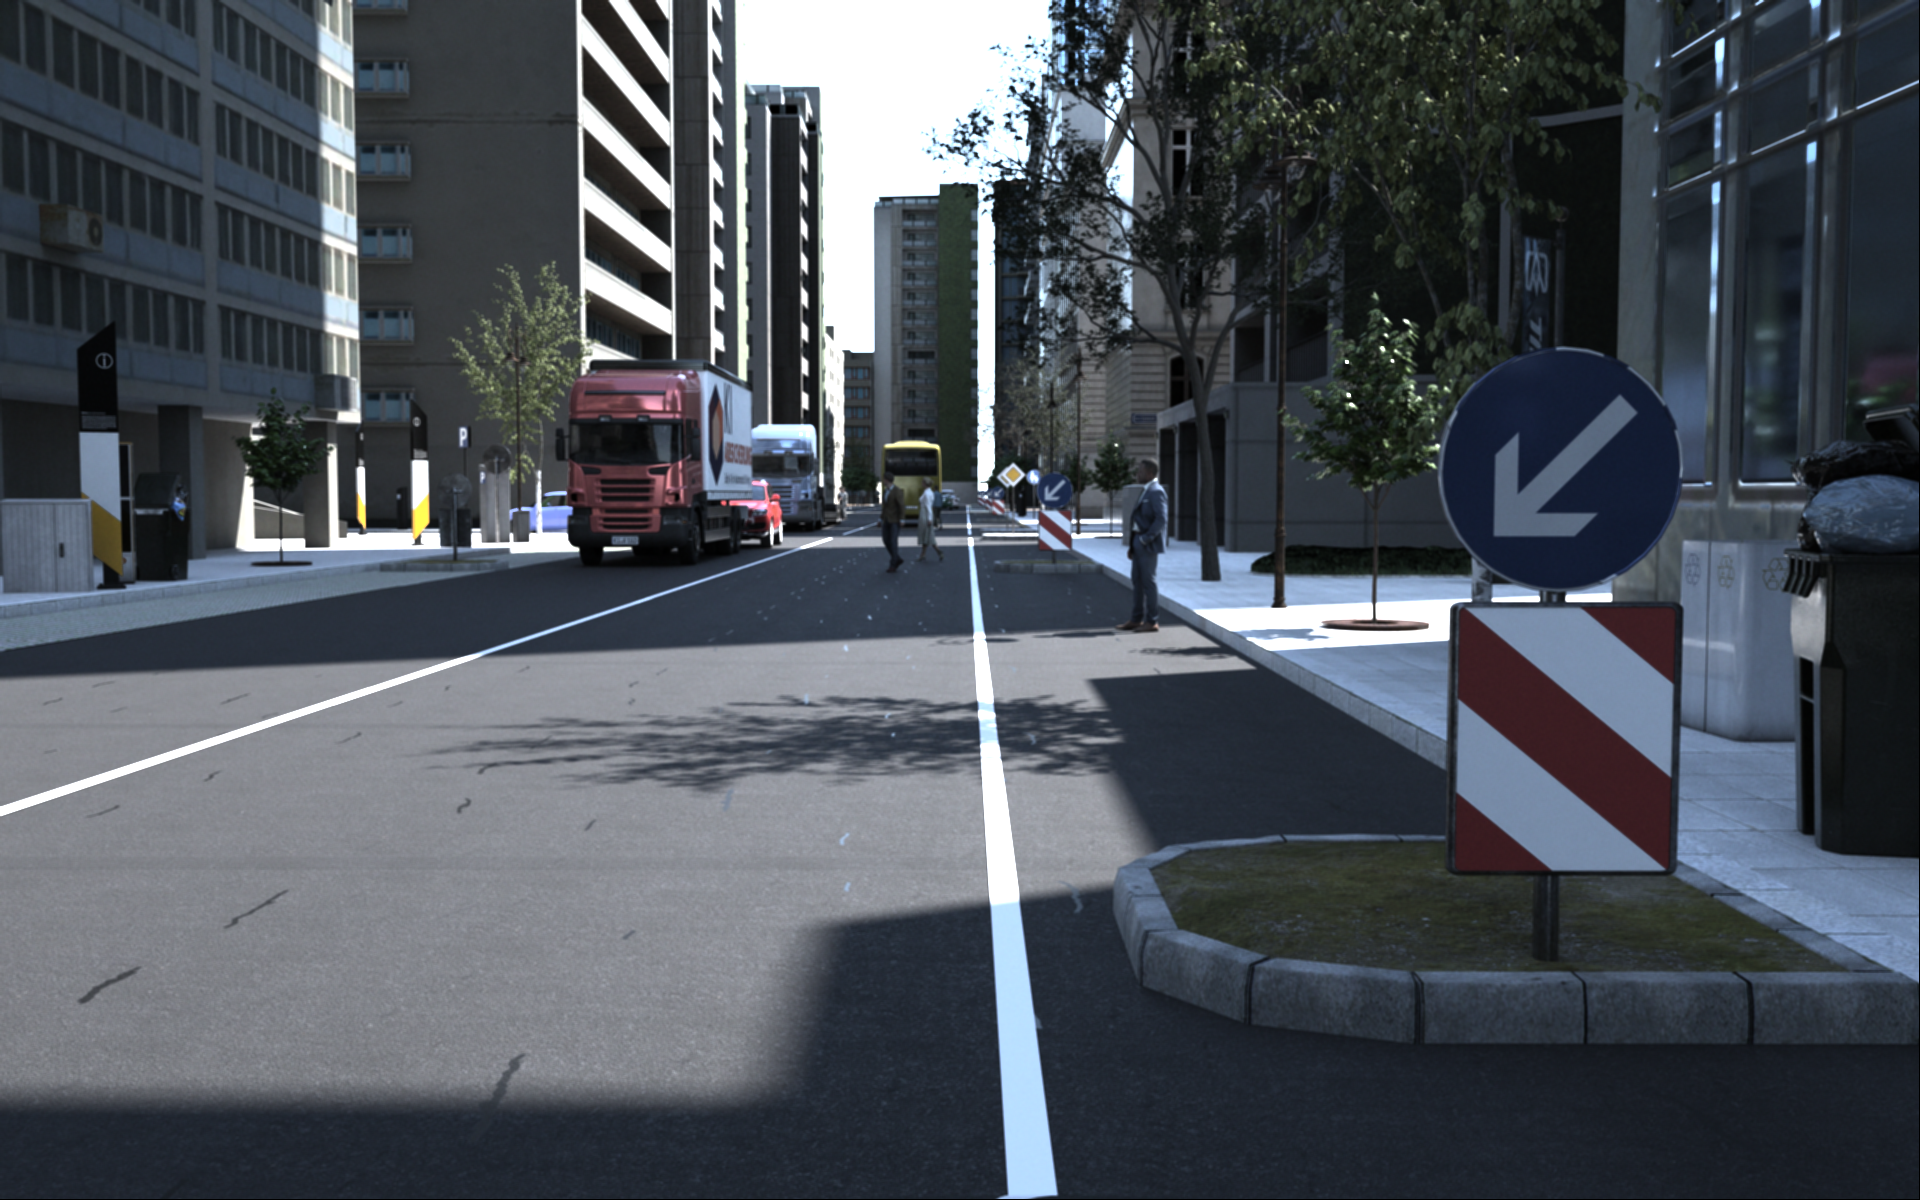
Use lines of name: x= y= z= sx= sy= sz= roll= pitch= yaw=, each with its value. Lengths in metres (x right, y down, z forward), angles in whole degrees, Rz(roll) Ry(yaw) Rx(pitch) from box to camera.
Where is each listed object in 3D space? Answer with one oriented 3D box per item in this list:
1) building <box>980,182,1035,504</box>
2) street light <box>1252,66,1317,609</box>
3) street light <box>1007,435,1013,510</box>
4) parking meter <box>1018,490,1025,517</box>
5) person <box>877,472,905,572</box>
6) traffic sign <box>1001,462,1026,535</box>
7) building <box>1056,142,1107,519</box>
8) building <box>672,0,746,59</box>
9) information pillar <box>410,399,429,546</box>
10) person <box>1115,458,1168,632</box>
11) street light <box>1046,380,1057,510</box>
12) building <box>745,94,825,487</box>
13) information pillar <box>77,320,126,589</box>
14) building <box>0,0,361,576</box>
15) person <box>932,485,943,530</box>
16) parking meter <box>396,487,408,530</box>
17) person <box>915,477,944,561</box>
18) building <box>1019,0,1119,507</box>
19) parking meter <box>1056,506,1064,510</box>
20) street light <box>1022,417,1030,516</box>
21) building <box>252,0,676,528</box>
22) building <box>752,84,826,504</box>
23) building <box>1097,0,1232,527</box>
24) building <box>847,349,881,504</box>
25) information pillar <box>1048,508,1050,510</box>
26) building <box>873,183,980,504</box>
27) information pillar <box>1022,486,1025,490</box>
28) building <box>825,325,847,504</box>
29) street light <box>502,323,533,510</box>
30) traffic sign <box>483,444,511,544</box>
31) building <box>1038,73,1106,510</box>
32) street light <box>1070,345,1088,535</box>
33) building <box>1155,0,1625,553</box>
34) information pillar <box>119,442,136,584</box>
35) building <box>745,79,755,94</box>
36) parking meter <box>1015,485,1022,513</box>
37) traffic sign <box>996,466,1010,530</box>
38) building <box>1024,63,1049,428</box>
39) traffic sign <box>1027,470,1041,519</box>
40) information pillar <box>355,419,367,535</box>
building: x=17.083 y=-35.381 z=233.101 sx=28.867 sy=44.769 sz=22.147 roll=0 pitch=4 yaw=0
street light: x=3.589 y=-2.844 z=19.295 sx=0.468 sy=5.910 sz=1.993 roll=0 pitch=4 yaw=0
street light: x=3.988 y=-10.020 z=136.617 sx=0.468 sy=5.910 sz=1.993 roll=0 pitch=4 yaw=0
parking meter: x=3.494 y=-5.512 z=98.538 sx=0.372 sy=1.533 sz=0.369 roll=0 pitch=3 yaw=0
person: x=-1.272 y=-1.449 z=32.099 sx=0.656 sy=1.842 sz=0.836 roll=1 pitch=4 yaw=19
traffic sign: x=1.674 y=-3.107 z=54.447 sx=0.795 sy=2.450 sz=0.064 roll=0 pitch=4 yaw=0
building: x=10.710 y=-15.216 z=97.933 sx=9.793 sy=20.994 sz=18.267 roll=0 pitch=4 yaw=0
building: x=-20.882 y=-25.831 z=105.933 sx=14.154 sy=41.232 sz=14.086 roll=0 pitch=4 yaw=0
information pillar: x=-13.361 y=-3.145 z=42.784 sx=0.183 sy=3.616 sz=0.504 roll=2 pitch=4 yaw=30
person: x=1.943 y=-0.573 z=18.044 sx=0.419 sy=1.800 sz=0.721 roll=-1 pitch=4 yaw=-17
street light: x=3.727 y=-5.975 z=70.474 sx=0.468 sy=5.910 sz=1.993 roll=0 pitch=4 yaw=0
building: x=-17.675 y=-21.835 z=128.711 sx=14.160 sy=30.474 sz=14.107 roll=0 pitch=4 yaw=0
information pillar: x=-11.557 y=-1.954 z=23.295 sx=0.504 sy=3.616 sz=0.183 roll=-2 pitch=4 yaw=-32
building: x=-26.135 y=-20.966 z=34.671 sx=23.993 sy=40.220 sz=32.217 roll=0 pitch=4 yaw=0
person: x=-0.897 y=-3.680 z=69.016 sx=0.601 sy=1.785 sz=0.444 roll=-2 pitch=4 yaw=-34
parking meter: x=-20.129 y=-3.308 z=62.495 sx=0.372 sy=1.533 sz=0.369 roll=0 pitch=3 yaw=0
person: x=-0.644 y=-1.727 z=36.958 sx=0.641 sy=1.798 sz=0.478 roll=1 pitch=4 yaw=23
building: x=17.182 y=-52.034 z=163.428 sx=22.319 sy=86.520 sz=31.000 roll=0 pitch=4 yaw=0
parking meter: x=3.981 y=-3.714 z=69.127 sx=0.372 sy=1.533 sz=0.369 roll=0 pitch=3 yaw=0
street light: x=3.920 y=-7.997 z=103.546 sx=0.468 sy=5.910 sz=1.993 roll=0 pitch=4 yaw=0
building: x=-24.652 y=-27.516 z=73.594 sx=21.300 sy=48.544 sz=21.600 roll=0 pitch=4 yaw=0
building: x=-20.669 y=-29.664 z=168.593 sx=14.154 sy=41.232 sz=14.086 roll=0 pitch=4 yaw=0
building: x=23.312 y=-15.340 z=69.889 sx=34.723 sy=24.649 sz=14.460 roll=0 pitch=4 yaw=0
building: x=-25.881 y=-23.911 z=235.979 sx=28.899 sy=21.520 sz=27.650 roll=0 pitch=4 yaw=0
information pillar: x=4.108 y=-4.406 z=76.534 sx=0.304 sy=2.012 sz=0.304 roll=2 pitch=4 yaw=30
building: x=-4.407 y=-33.418 z=229.976 sx=14.086 sy=41.232 sz=14.154 roll=0 pitch=4 yaw=0
information pillar: x=4.828 y=-8.612 z=132.159 sx=0.183 sy=3.616 sz=0.504 roll=1 pitch=4 yaw=16
building: x=-28.760 y=-21.652 z=199.046 sx=28.899 sy=21.520 sz=27.650 roll=0 pitch=4 yaw=0
street light: x=-11.938 y=-4.529 z=46.841 sx=0.468 sy=5.910 sz=1.993 roll=0 pitch=4 yaw=0
traffic sign: x=-11.831 y=-2.699 z=44.241 sx=0.768 sy=2.556 sz=0.104 roll=1 pitch=4 yaw=10
building: x=11.658 y=-21.094 z=122.376 sx=11.434 sy=29.767 sz=29.804 roll=0 pitch=4 yaw=0
street light: x=3.696 y=-4.959 z=53.875 sx=0.468 sy=5.910 sz=1.993 roll=0 pitch=4 yaw=0
building: x=16.138 y=-36.823 z=40.316 sx=20.563 sy=71.187 sz=20.611 roll=0 pitch=4 yaw=0
information pillar: x=-11.940 y=-1.235 z=24.680 sx=0.304 sy=2.012 sz=0.304 roll=-1 pitch=4 yaw=-21
building: x=-29.925 y=-27.972 z=149.223 sx=32.217 sy=40.220 sz=23.993 roll=0 pitch=4 yaw=0
parking meter: x=3.958 y=-6.791 z=116.741 sx=0.399 sy=1.863 sz=0.255 roll=-2 pitch=4 yaw=-35
traffic sign: x=1.702 y=-3.596 z=62.432 sx=0.795 sy=2.450 sz=0.064 roll=0 pitch=4 yaw=0
building: x=18.681 y=-35.239 z=195.773 sx=23.786 sy=49.044 sz=30.456 roll=0 pitch=4 yaw=0
traffic sign: x=3.851 y=-5.499 z=90.013 sx=0.768 sy=2.556 sz=0.104 roll=0 pitch=4 yaw=3
information pillar: x=-18.633 y=-3.821 z=53.820 sx=0.183 sy=3.616 sz=0.504 roll=0 pitch=4 yaw=0
